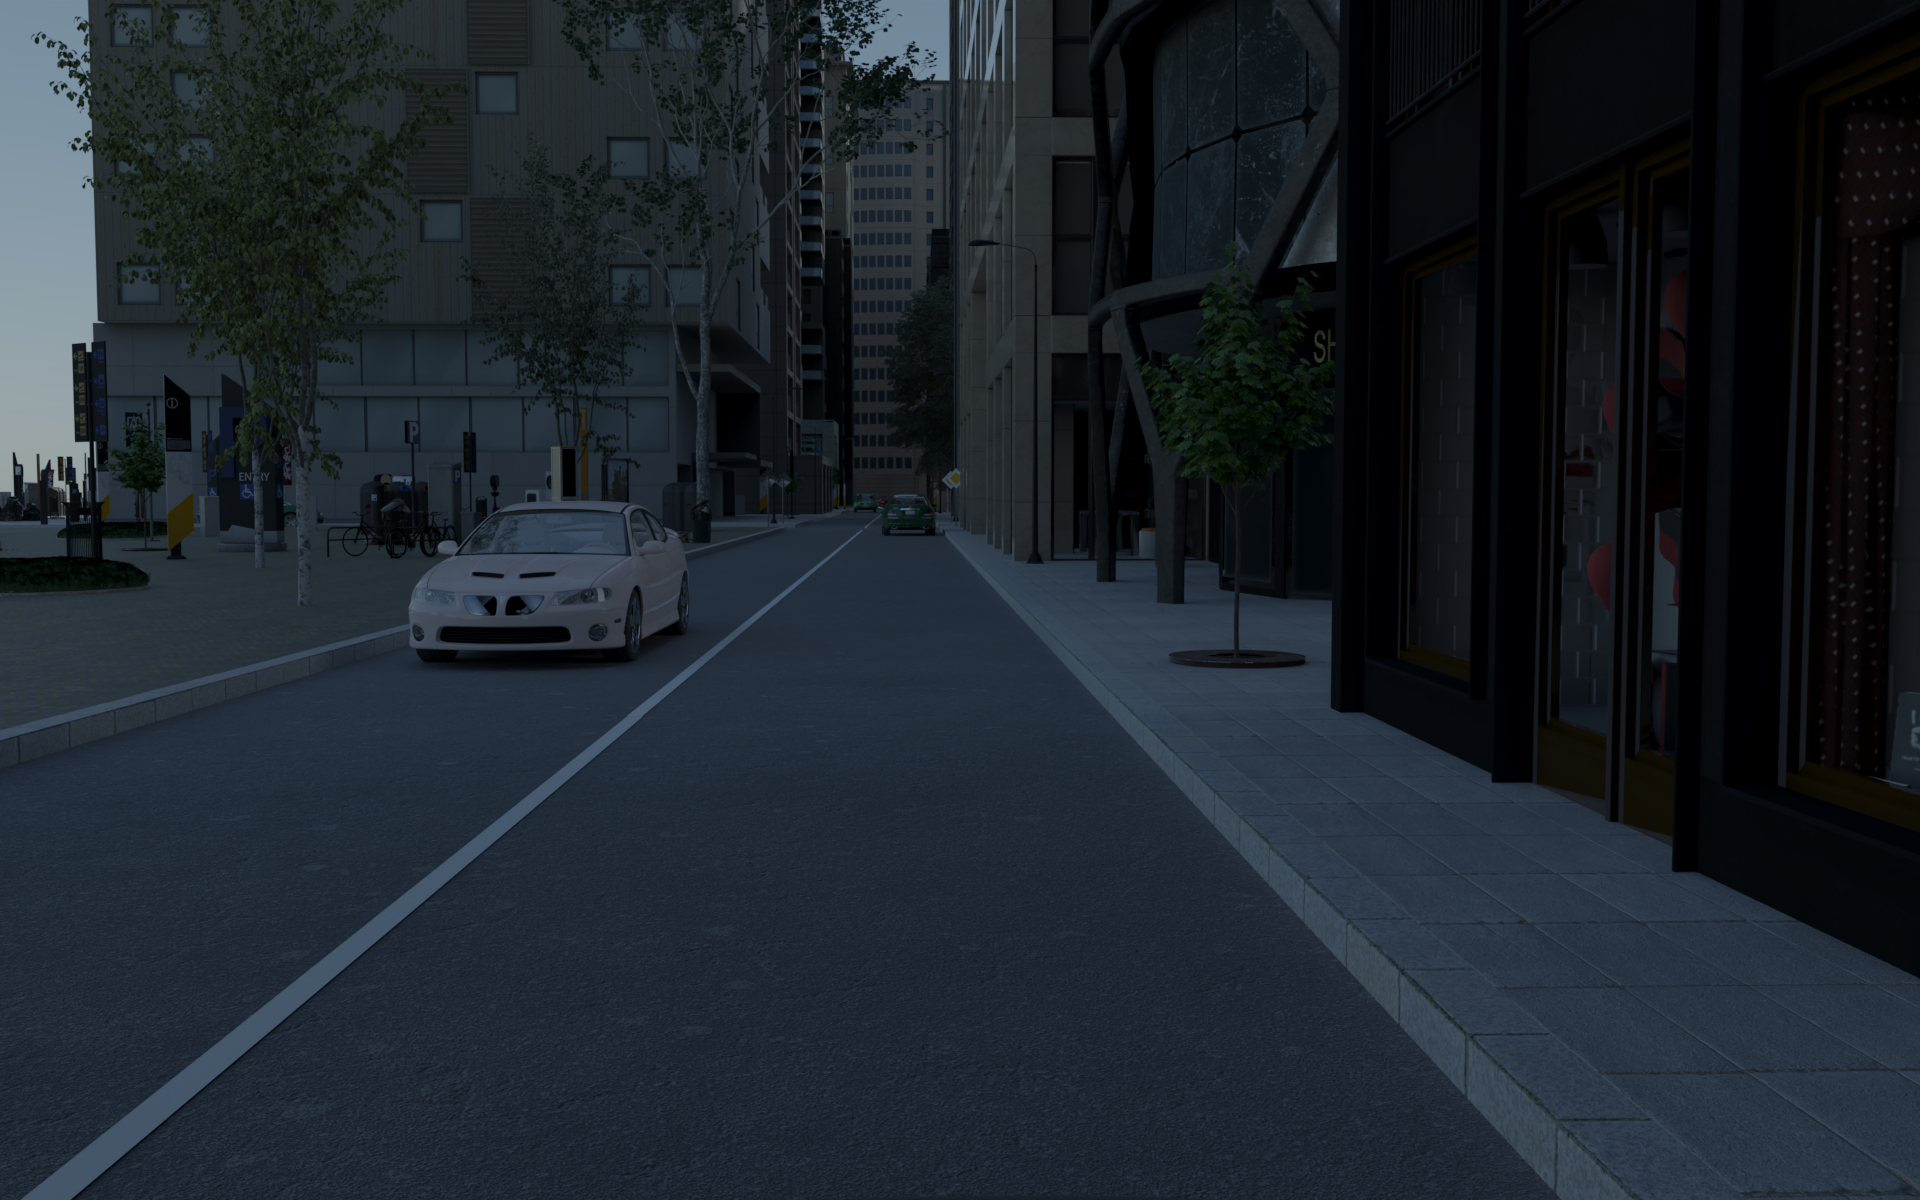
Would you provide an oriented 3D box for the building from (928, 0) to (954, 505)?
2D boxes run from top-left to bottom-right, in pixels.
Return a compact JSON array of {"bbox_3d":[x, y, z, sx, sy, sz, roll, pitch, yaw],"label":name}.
[{"bbox_3d":[7.176,-44.862,171.749,20.563,71.187,20.611,0,4,-2],"label":"building"}]

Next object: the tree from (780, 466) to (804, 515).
[{"bbox_3d":[-10.159,-6.742,104.826,1.663,3.219,1.824,0,3,0],"label":"tree"}]

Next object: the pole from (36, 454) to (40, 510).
[{"bbox_3d":[-46.383,-5.711,87.220,0.158,3.312,0.155,0,3,0],"label":"pole"}]

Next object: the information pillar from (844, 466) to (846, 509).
[{"bbox_3d":[-9.671,-9.405,145.133,0.183,3.616,0.504,-1,4,-13],"label":"information pillar"}]

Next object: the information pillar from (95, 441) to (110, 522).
[{"bbox_3d":[-31.727,-4.447,64.065,0.183,3.616,0.504,2,4,24],"label":"information pillar"}]

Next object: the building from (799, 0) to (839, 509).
[{"bbox_3d":[-22.584,-52.012,163.068,22.319,86.520,31.000,0,4,-2],"label":"building"}]

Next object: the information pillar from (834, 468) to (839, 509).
[{"bbox_3d":[-10.583,-9.598,148.284,0.504,3.616,0.183,-1,4,-11],"label":"information pillar"}]

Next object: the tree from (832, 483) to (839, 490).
[{"bbox_3d":[-11.270,-9.253,145.882,1.663,3.219,1.824,0,3,0],"label":"tree"}]

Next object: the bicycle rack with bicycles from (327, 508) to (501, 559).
[{"bbox_3d":[-11.500,-1.367,35.728,2.852,0.926,2.925,2,4,29],"label":"bicycle rack with bicycles"}]

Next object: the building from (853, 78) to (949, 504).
[{"bbox_3d":[-8.355,-42.881,243.104,28.212,58.520,21.231,0,4,-2],"label":"building"}]

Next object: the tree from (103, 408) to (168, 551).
[{"bbox_3d":[-18.582,-2.734,39.302,1.663,3.219,1.824,0,3,0],"label":"tree"}]

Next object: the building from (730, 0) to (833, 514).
[{"bbox_3d":[-19.236,-41.557,117.703,20.563,71.187,20.611,0,4,-2],"label":"building"}]

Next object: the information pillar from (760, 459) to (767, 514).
[{"bbox_3d":[-12.434,-7.221,109.418,0.504,3.616,0.183,-1,4,-9],"label":"information pillar"}]

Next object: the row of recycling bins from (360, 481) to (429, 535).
[{"bbox_3d":[-17.797,-2.992,56.035,1.069,1.692,3.534,3,4,37],"label":"row of recycling bins"}]

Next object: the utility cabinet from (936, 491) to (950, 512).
[{"bbox_3d":[-1.314,-7.071,124.292,1.173,1.500,0.318,-2,4,-27],"label":"utility cabinet"}]

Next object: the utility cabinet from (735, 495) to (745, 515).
[{"bbox_3d":[-13.694,-5.805,106.071,1.020,1.237,0.306,0,4,-6],"label":"utility cabinet"}]

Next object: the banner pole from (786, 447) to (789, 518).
[{"bbox_3d":[-9.080,-6.188,91.187,0.401,3.779,0.863,0,4,-4],"label":"banner pole"}]

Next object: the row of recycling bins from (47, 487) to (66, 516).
[{"bbox_3d":[-53.109,-5.781,101.638,1.069,1.692,3.534,-1,4,-20],"label":"row of recycling bins"}]

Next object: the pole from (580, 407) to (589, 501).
[{"bbox_3d":[-8.860,-2.876,40.871,0.158,3.312,0.155,0,3,0],"label":"pole"}]

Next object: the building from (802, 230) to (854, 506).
[{"bbox_3d":[-18.835,-25.426,187.417,14.160,30.474,14.107,0,4,-2],"label":"building"}]

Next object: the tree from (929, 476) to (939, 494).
[{"bbox_3d":[-2.286,-9.796,154.759,1.663,3.219,1.824,0,3,0],"label":"tree"}]

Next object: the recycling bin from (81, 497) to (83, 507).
[{"bbox_3d":[-67.531,-7.434,134.094,0.722,1.027,0.722,0,3,0],"label":"recycling bin"}]

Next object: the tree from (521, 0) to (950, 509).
[{"bbox_3d":[-6.660,-11.915,50.699,12.611,20.169,13.585,0,3,0],"label":"tree"}]

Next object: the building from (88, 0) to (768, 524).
[{"bbox_3d":[-23.828,-30.390,86.116,28.713,52.752,27.495,0,4,-2],"label":"building"}]

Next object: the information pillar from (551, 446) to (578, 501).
[{"bbox_3d":[-6.129,-1.369,26.879,0.304,2.012,0.304,-3,5,-41],"label":"information pillar"}]

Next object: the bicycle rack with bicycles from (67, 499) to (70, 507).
[{"bbox_3d":[-66.269,-7.145,130.196,2.852,0.926,2.925,-1,4,-18],"label":"bicycle rack with bicycles"}]

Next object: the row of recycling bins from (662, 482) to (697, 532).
[{"bbox_3d":[-9.575,-3.251,60.265,1.069,1.692,3.534,-2,4,-25],"label":"row of recycling bins"}]

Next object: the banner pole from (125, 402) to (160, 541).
[{"bbox_3d":[-22.113,-3.472,46.790,0.401,3.779,0.863,3,5,41],"label":"banner pole"}]

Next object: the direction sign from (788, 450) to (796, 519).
[{"bbox_3d":[-8.694,-5.966,89.543,0.379,3.537,0.876,-1,4,-16],"label":"direction sign"}]

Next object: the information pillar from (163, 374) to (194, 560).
[{"bbox_3d":[-15.347,-2.608,33.997,0.504,3.616,0.183,-2,4,-32],"label":"information pillar"}]

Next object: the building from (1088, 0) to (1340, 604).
[{"bbox_3d":[10.128,-9.578,24.050,16.820,18.784,16.811,0,4,-2],"label":"building"}]

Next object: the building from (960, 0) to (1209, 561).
[{"bbox_3d":[10.107,-14.986,49.543,19.350,26.468,34.151,0,4,-2],"label":"building"}]

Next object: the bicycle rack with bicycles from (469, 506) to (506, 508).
[{"bbox_3d":[-13.594,-2.290,50.818,2.925,0.926,2.852,2,4,25],"label":"bicycle rack with bicycles"}]

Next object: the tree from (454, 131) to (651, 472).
[{"bbox_3d":[-8.077,-5.198,35.356,4.360,8.622,3.978,0,3,0],"label":"tree"}]

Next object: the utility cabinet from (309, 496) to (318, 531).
[{"bbox_3d":[-22.700,-3.031,60.719,0.306,1.237,1.020,-1,4,-19],"label":"utility cabinet"}]

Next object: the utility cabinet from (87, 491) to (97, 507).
[{"bbox_3d":[-62.148,-7.052,123.984,0.318,1.500,1.173,-1,4,-11],"label":"utility cabinet"}]

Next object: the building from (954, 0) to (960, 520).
[{"bbox_3d":[14.038,-33.046,82.307,28.212,58.520,21.231,0,4,-2],"label":"building"}]

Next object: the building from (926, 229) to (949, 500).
[{"bbox_3d":[3.772,-25.598,190.222,14.160,30.474,14.107,0,4,-2],"label":"building"}]

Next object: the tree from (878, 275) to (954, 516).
[{"bbox_3d":[-0.177,-11.850,100.410,9.857,13.997,8.962,0,3,0],"label":"tree"}]

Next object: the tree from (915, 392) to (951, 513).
[{"bbox_3d":[-1.134,-10.375,119.997,4.360,8.622,3.978,0,3,0],"label":"tree"}]

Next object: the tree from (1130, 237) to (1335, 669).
[{"bbox_3d":[2.026,-1.140,13.241,1.663,3.219,1.824,0,3,0],"label":"tree"}]

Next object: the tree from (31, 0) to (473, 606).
[{"bbox_3d":[-7.781,-4.238,19.649,4.737,8.622,4.395,0,3,0],"label":"tree"}]

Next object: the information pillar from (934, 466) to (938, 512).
[{"bbox_3d":[-1.717,-8.044,122.873,0.183,3.616,0.504,-3,4,-36],"label":"information pillar"}]

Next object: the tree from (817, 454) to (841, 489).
[{"bbox_3d":[-11.340,-9.449,138.207,4.285,4.588,4.351,0,3,0],"label":"tree"}]

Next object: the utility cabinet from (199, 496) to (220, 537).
[{"bbox_3d":[-22.373,-2.511,52.223,0.306,1.237,1.020,2,4,33],"label":"utility cabinet"}]

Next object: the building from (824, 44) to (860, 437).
[{"bbox_3d":[-26.235,-37.968,210.016,27.495,52.752,28.713,0,4,-2],"label":"building"}]

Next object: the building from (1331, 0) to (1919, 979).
[{"bbox_3d":[8.613,-10.538,1.976,12.332,23.373,15.834,0,4,-2],"label":"building"}]

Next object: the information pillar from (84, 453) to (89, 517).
[{"bbox_3d":[-49.501,-6.530,98.117,0.183,3.616,0.504,-2,4,-26],"label":"information pillar"}]

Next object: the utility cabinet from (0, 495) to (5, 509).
[{"bbox_3d":[-60.916,-6.017,109.539,1.020,1.237,0.306,1,4,11],"label":"utility cabinet"}]
